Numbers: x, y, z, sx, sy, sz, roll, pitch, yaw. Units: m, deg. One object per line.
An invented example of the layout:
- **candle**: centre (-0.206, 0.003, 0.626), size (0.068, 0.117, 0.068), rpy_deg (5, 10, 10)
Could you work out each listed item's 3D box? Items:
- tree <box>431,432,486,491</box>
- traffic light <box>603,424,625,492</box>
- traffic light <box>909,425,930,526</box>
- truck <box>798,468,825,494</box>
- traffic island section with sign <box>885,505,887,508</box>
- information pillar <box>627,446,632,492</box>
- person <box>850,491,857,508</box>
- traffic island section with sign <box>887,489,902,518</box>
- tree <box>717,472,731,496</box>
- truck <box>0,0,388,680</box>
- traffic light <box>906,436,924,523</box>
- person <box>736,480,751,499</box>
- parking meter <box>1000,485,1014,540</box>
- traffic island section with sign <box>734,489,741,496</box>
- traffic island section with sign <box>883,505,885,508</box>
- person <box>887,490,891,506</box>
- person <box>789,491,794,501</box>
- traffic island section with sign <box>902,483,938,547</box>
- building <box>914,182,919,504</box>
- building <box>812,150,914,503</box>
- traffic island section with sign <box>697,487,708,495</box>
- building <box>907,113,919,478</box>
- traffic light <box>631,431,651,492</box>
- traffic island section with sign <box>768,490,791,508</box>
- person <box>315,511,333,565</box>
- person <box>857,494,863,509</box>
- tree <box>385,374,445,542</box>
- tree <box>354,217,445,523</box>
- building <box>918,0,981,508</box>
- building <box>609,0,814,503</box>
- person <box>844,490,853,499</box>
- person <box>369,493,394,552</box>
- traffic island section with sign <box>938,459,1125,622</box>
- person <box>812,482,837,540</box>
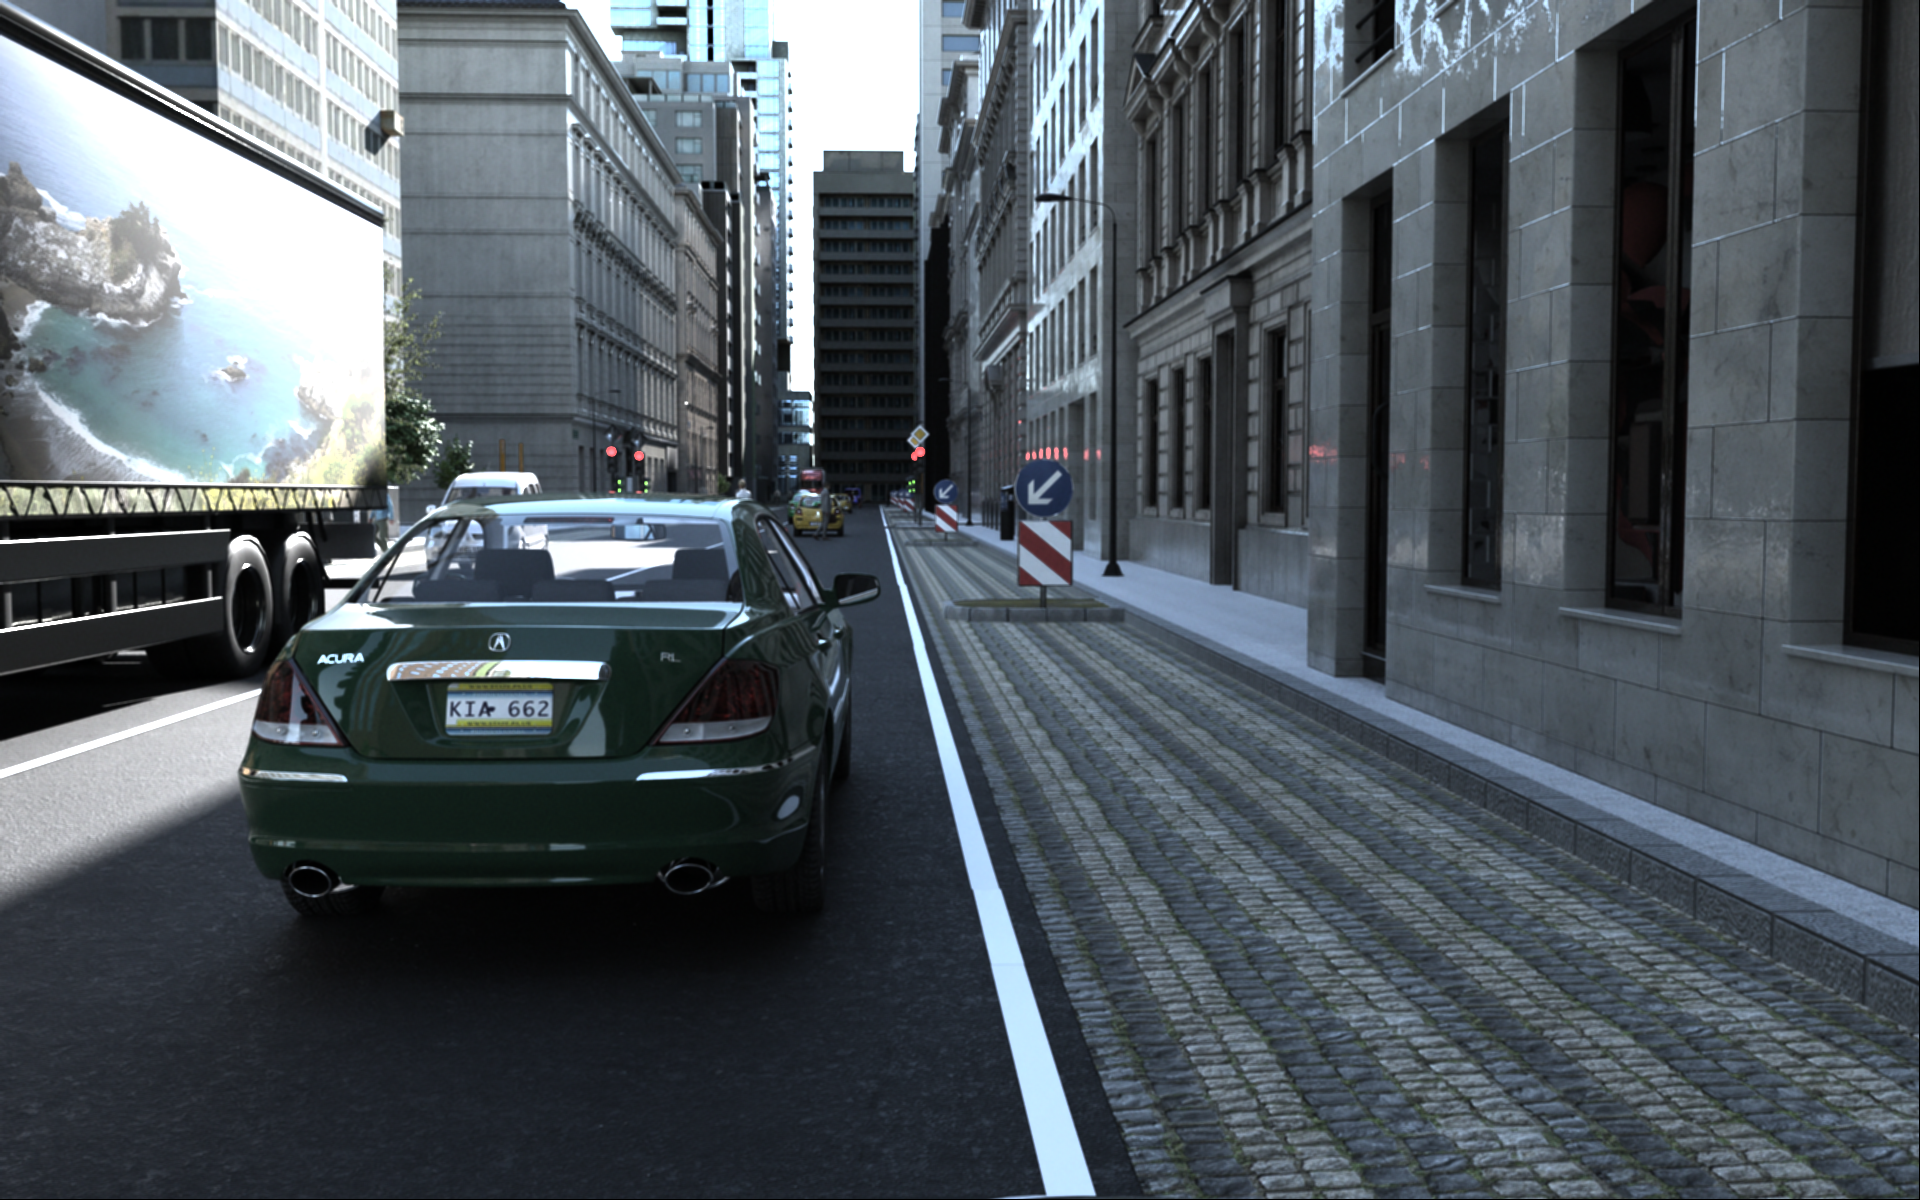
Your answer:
- **tree**: centre (-15.588, -3.638, 54.091), size (1.663, 3.219, 1.824), rpy_deg (0, 3, 0)
- **traffic light**: centre (-13.879, -4.920, 69.358), size (0.839, 4.253, 0.868), rpy_deg (0, 4, -3)
- **traffic light**: centre (-1.633, -4.956, 69.958), size (0.839, 4.253, 0.868), rpy_deg (0, 4, -3)
- **truck**: centre (-15.942, -12.162, 187.754), size (2.839, 4.237, 11.283), rpy_deg (0, 4, -3)
- **traffic island section with sign**: centre (-4.447, -7.406, 129.721), size (1.989, 1.847, 2.006), rpy_deg (0, 4, -3)
- **information pillar**: centre (-16.292, -5.751, 85.386), size (0.183, 3.616, 0.504), rpy_deg (1, 4, 11)
- **person**: centre (-11.121, -10.385, 178.820), size (1.217, 1.766, 0.721), rpy_deg (-1, 4, -14)
- **traffic island section with sign**: centre (-3.148, -5.749, 102.621), size (1.989, 1.847, 2.006), rpy_deg (0, 4, -3)
- **tree**: centre (-20.913, -9.530, 150.419), size (1.663, 3.219, 1.824), rpy_deg (0, 3, 0)
- **truck**: centre (-6.622, -1.370, 11.316), size (2.839, 4.237, 11.283), rpy_deg (0, 4, -2)
- **traffic light**: centre (-2.015, -5.444, 77.934), size (0.839, 4.253, 0.868), rpy_deg (0, 4, -3)
- **person**: centre (-5.542, -2.185, 44.449), size (0.478, 1.798, 0.641), rpy_deg (-2, 4, -25)
- **parking meter**: centre (1.313, -2.433, 48.183), size (0.372, 1.533, 0.369), rpy_deg (0, 3, 0)
- **traffic island section with sign**: centre (-16.467, -7.380, 129.283), size (1.989, 1.847, 2.006), rpy_deg (0, 4, -3)
- **traffic island section with sign**: centre (-6.839, -10.463, 179.689), size (1.989, 1.847, 2.006), rpy_deg (0, 4, -3)
- **person**: centre (-7.630, -10.813, 185.312), size (0.705, 1.821, 1.348), rpy_deg (-1, 4, -18)
- **person**: centre (-18.754, -11.255, 193.230), size (0.721, 1.736, 1.217), rpy_deg (2, 4, 25)
- **traffic island section with sign**: centre (-0.520, -2.394, 47.764), size (1.989, 1.847, 2.006), rpy_deg (0, 4, -3)
- **building**: centre (1.091, -32.935, 222.089), size (14.154, 41.232, 14.086), rpy_deg (0, 4, -3)
- **building**: centre (-10.007, -38.105, 246.717), size (21.600, 48.544, 21.300), rpy_deg (0, 4, -3)
- **traffic island section with sign**: centre (-15.166, -5.728, 102.278), size (1.989, 1.847, 2.006), rpy_deg (0, 4, -3)
- **building**: centre (5.900, -35.462, 199.404), size (23.786, 49.044, 30.456), rpy_deg (0, 4, -3)
- **traffic light**: centre (-14.261, -5.408, 77.334), size (0.839, 4.253, 0.868), rpy_deg (0, 4, -3)
- **traffic island section with sign**: centre (-18.855, -10.437, 179.264), size (1.989, 1.847, 2.006), rpy_deg (0, 4, -3)
- **person**: centre (-12.972, -1.640, 35.119), size (0.447, 1.846, 0.655), rpy_deg (0, 4, -3)
- **person**: centre (-9.753, -9.670, 169.833), size (0.421, 1.427, 0.697), rpy_deg (-3, 4, -38)
- **tree**: centre (-15.710, -3.871, 47.008), size (4.285, 4.588, 4.351), rpy_deg (0, 3, 0)
- **tree**: centre (-14.784, -5.624, 42.317), size (4.360, 8.622, 3.978), rpy_deg (0, 3, 0)
- **building**: centre (6.441, -38.395, 169.760), size (21.231, 58.520, 28.212), rpy_deg (0, 4, -3)
- **building**: centre (-36.572, -57.000, 244.613), size (31.000, 86.520, 22.319), rpy_deg (0, 4, -3)
- **person**: centre (-10.559, -9.308, 160.651), size (1.348, 1.831, 0.705), rpy_deg (1, 4, 8)
- **person**: centre (-12.160, -1.688, 36.445), size (0.444, 1.785, 0.601), rpy_deg (-3, 5, -42)
- **traffic island section with sign**: centre (0.802, -0.706, 20.170), size (1.989, 1.847, 2.006), rpy_deg (0, 4, -3)
- **person**: centre (-4.174, -2.773, 53.954), size (0.853, 1.813, 0.709), rpy_deg (-2, 4, -25)
